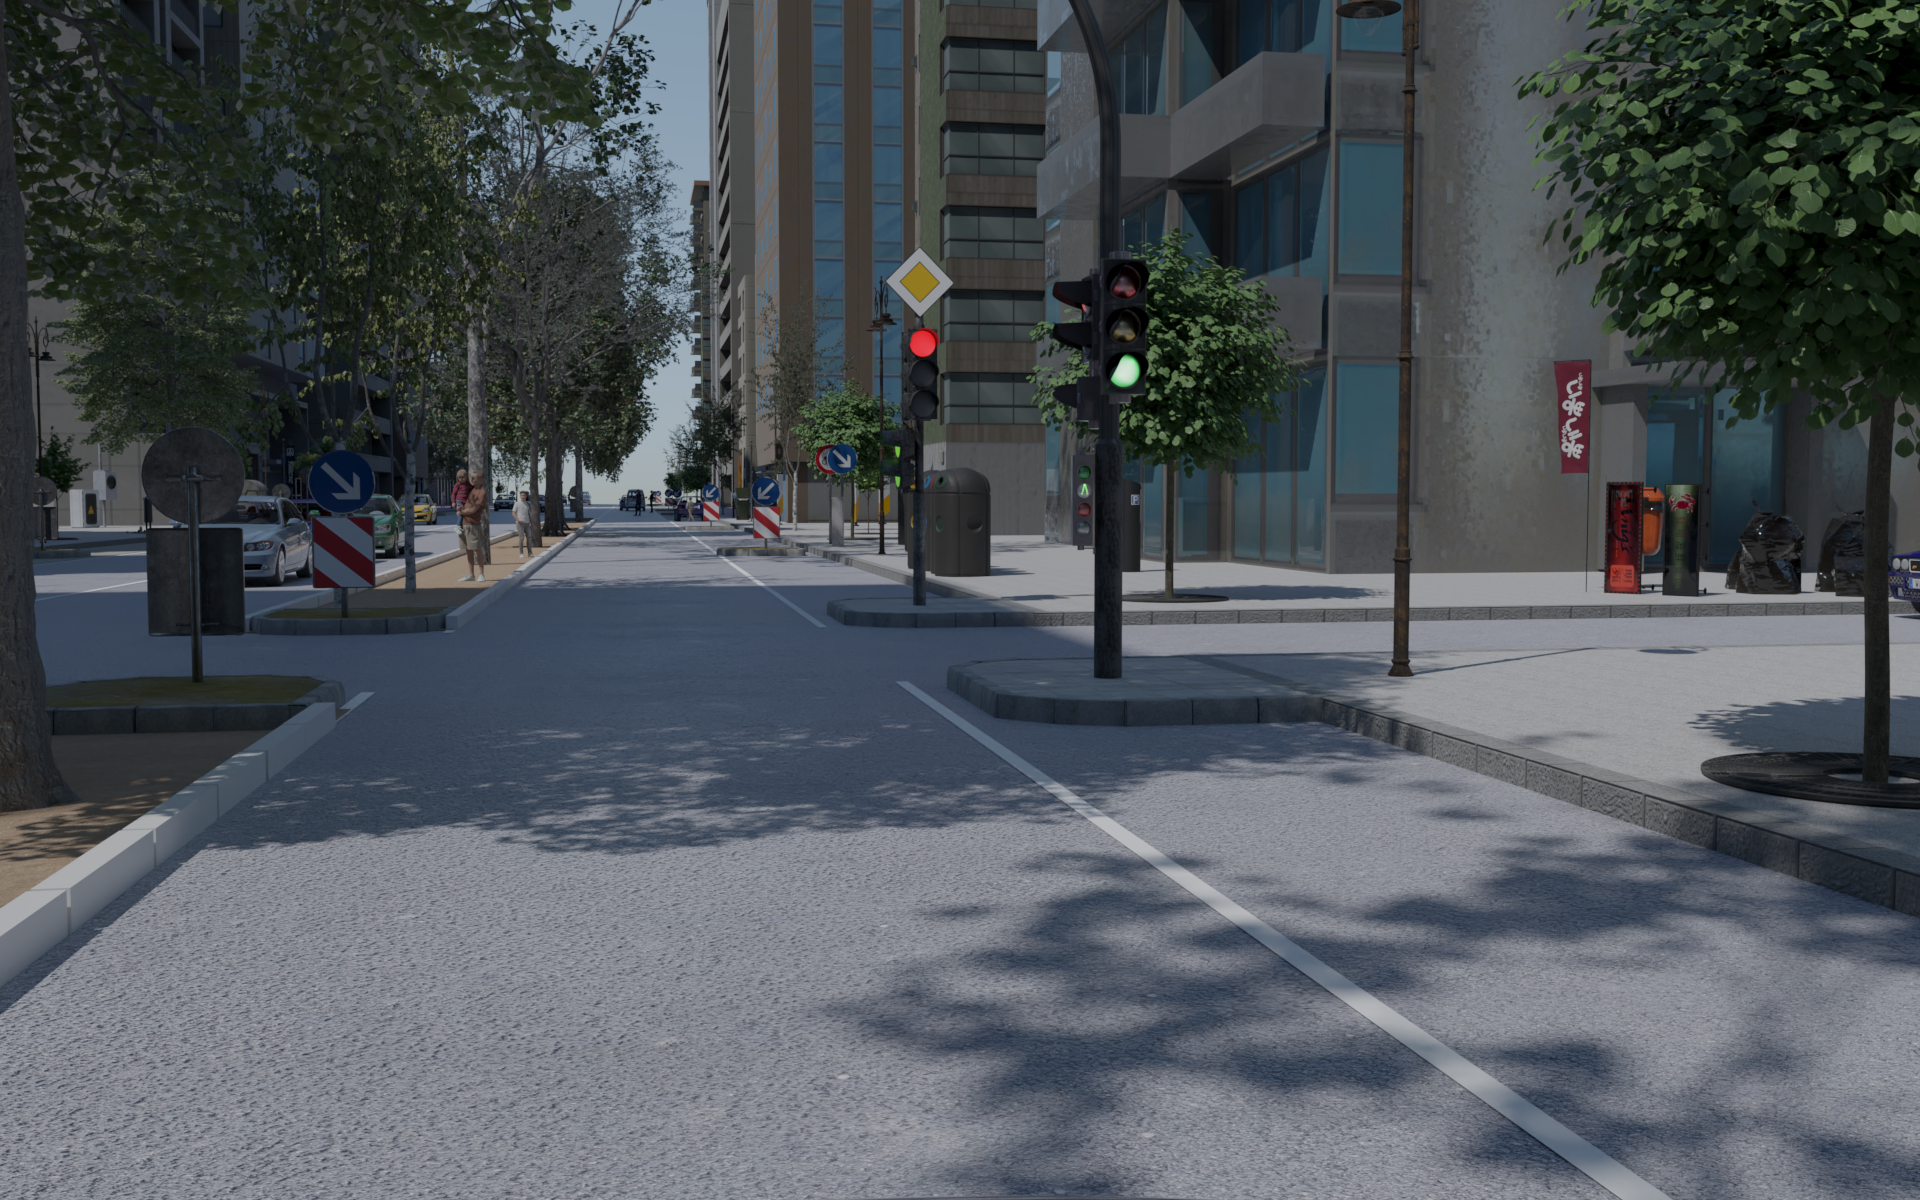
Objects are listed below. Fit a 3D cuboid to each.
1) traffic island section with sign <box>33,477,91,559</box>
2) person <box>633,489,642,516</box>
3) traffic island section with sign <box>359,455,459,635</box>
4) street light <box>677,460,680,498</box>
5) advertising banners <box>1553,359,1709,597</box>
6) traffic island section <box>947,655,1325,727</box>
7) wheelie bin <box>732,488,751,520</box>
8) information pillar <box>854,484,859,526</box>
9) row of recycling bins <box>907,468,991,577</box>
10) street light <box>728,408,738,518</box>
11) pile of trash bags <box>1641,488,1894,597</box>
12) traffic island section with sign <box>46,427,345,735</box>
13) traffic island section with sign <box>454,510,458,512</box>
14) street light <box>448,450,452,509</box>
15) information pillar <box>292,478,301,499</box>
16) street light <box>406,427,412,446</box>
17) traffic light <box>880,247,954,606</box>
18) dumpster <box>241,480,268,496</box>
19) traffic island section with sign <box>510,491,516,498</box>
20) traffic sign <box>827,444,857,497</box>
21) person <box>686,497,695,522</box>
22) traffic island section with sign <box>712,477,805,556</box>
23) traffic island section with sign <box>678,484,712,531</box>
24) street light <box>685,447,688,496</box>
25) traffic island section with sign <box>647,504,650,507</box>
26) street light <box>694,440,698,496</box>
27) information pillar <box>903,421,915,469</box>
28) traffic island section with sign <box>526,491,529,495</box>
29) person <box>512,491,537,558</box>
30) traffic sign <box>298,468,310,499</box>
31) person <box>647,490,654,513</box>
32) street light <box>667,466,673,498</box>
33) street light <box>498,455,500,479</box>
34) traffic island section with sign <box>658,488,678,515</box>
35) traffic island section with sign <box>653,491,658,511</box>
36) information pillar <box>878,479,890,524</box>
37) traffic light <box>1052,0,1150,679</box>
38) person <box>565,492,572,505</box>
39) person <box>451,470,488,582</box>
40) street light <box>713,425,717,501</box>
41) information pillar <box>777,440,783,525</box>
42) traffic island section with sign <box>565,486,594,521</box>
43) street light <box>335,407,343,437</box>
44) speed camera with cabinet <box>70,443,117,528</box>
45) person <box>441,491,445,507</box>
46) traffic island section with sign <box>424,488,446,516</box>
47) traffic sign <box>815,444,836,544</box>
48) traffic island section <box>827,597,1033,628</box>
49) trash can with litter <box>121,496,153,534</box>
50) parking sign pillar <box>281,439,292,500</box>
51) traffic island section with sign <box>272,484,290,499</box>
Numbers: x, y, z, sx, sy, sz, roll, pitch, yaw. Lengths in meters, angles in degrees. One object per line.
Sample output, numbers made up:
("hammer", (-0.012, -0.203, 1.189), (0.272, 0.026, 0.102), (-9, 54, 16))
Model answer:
("traffic island section with sign", (-20.720, -1.847, 38.832), (1.989, 1.847, 2.006), (-1, 4, -11))
("person", (-21.461, -6.485, 114.974), (0.568, 1.767, 0.683), (1, 4, 22))
("traffic island section with sign", (-6.482, -0.634, 18.500), (2.006, 1.907, 1.989), (-1, 4, -11))
("street light", (-31.449, -13.518, 193.799), (0.468, 5.910, 1.993), (-1, 4, -11))
("advertising banners", (8.542, -1.589, 22.172), (0.090, 3.025, 2.074), (-3, 5, -43))
("traffic island section", (1.045, 0.620, 12.141), (2.009, 0.180, 2.903), (-1, 4, -11))
("wheelie bin", (-10.773, -4.740, 85.402), (0.980, 1.594, 0.693), (-1, 4, -17))
("information pillar", (-4.146, -4.766, 69.282), (0.183, 3.616, 0.504), (1, 4, 13))
("row of recycling bins", (-0.170, -1.302, 28.406), (1.069, 1.692, 3.534), (-1, 4, -10))
("street light", (-12.183, -7.354, 93.019), (0.468, 5.910, 1.993), (-1, 4, -11))
("pile of trash bags", (10.516, -0.805, 22.921), (3.447, 1.369, 1.912), (2, 4, 33))
("traffic island section with sign", (-5.110, -0.189, 11.221), (2.006, 1.907, 1.989), (-1, 4, -11))
("traffic island section with sign", (-40.203, -8.122, 141.429), (1.989, 1.847, 2.006), (-1, 4, -11))
("street light", (-43.609, -10.739, 148.370), (0.468, 5.910, 1.993), (-1, 4, -11))
("information pillar", (-30.604, -4.613, 79.916), (0.304, 2.012, 0.304), (2, 4, 31))
("street light", (-38.230, -9.008, 120.071), (0.468, 5.910, 1.993), (-1, 4, -11))
("traffic light", (-0.486, -1.893, 19.865), (0.839, 4.253, 0.868), (-1, 4, -11))
("dumpster", (-28.863, -3.941, 70.198), (1.264, 1.857, 1.865), (-1, 4, -11))
("traffic island section with sign", (-50.535, -11.451, 195.856), (1.989, 1.847, 2.006), (-1, 4, -11))
("traffic sign", (-2.982, -2.678, 43.883), (0.768, 2.556, 0.104), (0, 4, -2))
("person", (-13.763, -4.623, 88.366), (0.640, 1.303, 0.475), (2, 4, 35))
("traffic island section with sign", (-4.736, -1.970, 40.830), (1.989, 1.847, 2.006), (-1, 4, -11))
("traffic island section with sign", (-9.945, -3.644, 68.207), (1.989, 1.847, 2.006), (-1, 4, -11))
("street light", (-26.662, -11.997, 168.945), (0.468, 5.910, 1.993), (-1, 4, -11))
("traffic island section with sign", (-34.675, -11.613, 198.507), (1.989, 1.847, 2.006), (-1, 4, -11))
("street light", (-21.340, -10.267, 140.645), (0.468, 5.910, 1.993), (-1, 4, -11))
("information pillar", (-1.598, -3.894, 55.018), (0.504, 3.616, 0.183), (0, 4, 5))
("traffic island section with sign", (-55.662, -13.101, 222.833), (1.989, 1.847, 2.006), (-1, 4, -11))
("person", (-9.741, -1.693, 38.773), (0.523, 1.515, 0.503), (1, 4, 12))
("traffic sign", (-31.492, -5.102, 83.521), (0.768, 2.556, 0.104), (-1, 4, -10))
("person", (-23.953, -7.628, 134.046), (0.721, 1.723, 1.217), (-2, 4, -27))
("street light", (-42.112, -16.953, 249.966), (0.468, 5.910, 1.993), (-1, 4, -11))
("street light", (-53.910, -14.047, 202.455), (0.468, 5.910, 1.993), (-1, 4, -11))
("traffic island section with sign", (-19.372, -6.684, 117.908), (1.989, 1.847, 2.006), (-1, 4, -11))
("traffic island section with sign", (-24.446, -8.316, 144.586), (1.989, 1.847, 2.006), (-1, 4, -11))
("information pillar", (-3.216, -5.011, 73.278), (0.504, 3.616, 0.183), (-2, 4, -28))
("traffic light", (-1.035, -2.252, 11.491), (4.771, 5.953, 1.251), (-1, 4, -11))
("person", (-50.728, -13.160, 224.495), (0.721, 1.723, 1.217), (2, 4, 31))
("person", (-7.974, -1.206, 28.200), (0.580, 1.828, 0.573), (-1, 4, -10))
("street light", (-15.889, -8.527, 112.208), (0.468, 5.910, 1.993), (-1, 4, -11))
("information pillar", (-7.538, -4.950, 72.287), (0.183, 3.616, 0.504), (1, 4, 22))
("traffic island section with sign", (-20.509, -5.149, 92.323), (2.006, 1.907, 1.989), (-1, 4, -11))
("street light", (-32.897, -7.284, 91.887), (0.468, 5.910, 1.993), (-1, 4, -11))
("speed camera with cabinet", (-33.144, -4.399, 66.253), (0.660, 3.252, 2.038), (1, 4, 10))
("person", (-50.947, -9.869, 170.781), (0.530, 1.710, 0.541), (-1, 4, -11))
("traffic island section with sign", (-35.120, -6.483, 114.620), (1.989, 1.847, 2.006), (-1, 4, -11))
("traffic sign", (-3.318, -2.705, 44.331), (0.768, 2.556, 0.104), (0, 4, -2))
("traffic island section", (-0.445, 0.140, 19.986), (2.009, 0.180, 2.903), (-1, 4, -11))
("trash can with litter", (-26.771, -2.789, 56.657), (1.678, 1.210, 2.233), (-1, 4, -12))
("parking sign pillar", (-32.957, -5.896, 84.875), (1.447, 3.967, 1.447), (-1, 4, -18))
("traffic island section with sign", (-25.865, -3.505, 65.931), (1.989, 1.847, 2.006), (-1, 4, -11))
